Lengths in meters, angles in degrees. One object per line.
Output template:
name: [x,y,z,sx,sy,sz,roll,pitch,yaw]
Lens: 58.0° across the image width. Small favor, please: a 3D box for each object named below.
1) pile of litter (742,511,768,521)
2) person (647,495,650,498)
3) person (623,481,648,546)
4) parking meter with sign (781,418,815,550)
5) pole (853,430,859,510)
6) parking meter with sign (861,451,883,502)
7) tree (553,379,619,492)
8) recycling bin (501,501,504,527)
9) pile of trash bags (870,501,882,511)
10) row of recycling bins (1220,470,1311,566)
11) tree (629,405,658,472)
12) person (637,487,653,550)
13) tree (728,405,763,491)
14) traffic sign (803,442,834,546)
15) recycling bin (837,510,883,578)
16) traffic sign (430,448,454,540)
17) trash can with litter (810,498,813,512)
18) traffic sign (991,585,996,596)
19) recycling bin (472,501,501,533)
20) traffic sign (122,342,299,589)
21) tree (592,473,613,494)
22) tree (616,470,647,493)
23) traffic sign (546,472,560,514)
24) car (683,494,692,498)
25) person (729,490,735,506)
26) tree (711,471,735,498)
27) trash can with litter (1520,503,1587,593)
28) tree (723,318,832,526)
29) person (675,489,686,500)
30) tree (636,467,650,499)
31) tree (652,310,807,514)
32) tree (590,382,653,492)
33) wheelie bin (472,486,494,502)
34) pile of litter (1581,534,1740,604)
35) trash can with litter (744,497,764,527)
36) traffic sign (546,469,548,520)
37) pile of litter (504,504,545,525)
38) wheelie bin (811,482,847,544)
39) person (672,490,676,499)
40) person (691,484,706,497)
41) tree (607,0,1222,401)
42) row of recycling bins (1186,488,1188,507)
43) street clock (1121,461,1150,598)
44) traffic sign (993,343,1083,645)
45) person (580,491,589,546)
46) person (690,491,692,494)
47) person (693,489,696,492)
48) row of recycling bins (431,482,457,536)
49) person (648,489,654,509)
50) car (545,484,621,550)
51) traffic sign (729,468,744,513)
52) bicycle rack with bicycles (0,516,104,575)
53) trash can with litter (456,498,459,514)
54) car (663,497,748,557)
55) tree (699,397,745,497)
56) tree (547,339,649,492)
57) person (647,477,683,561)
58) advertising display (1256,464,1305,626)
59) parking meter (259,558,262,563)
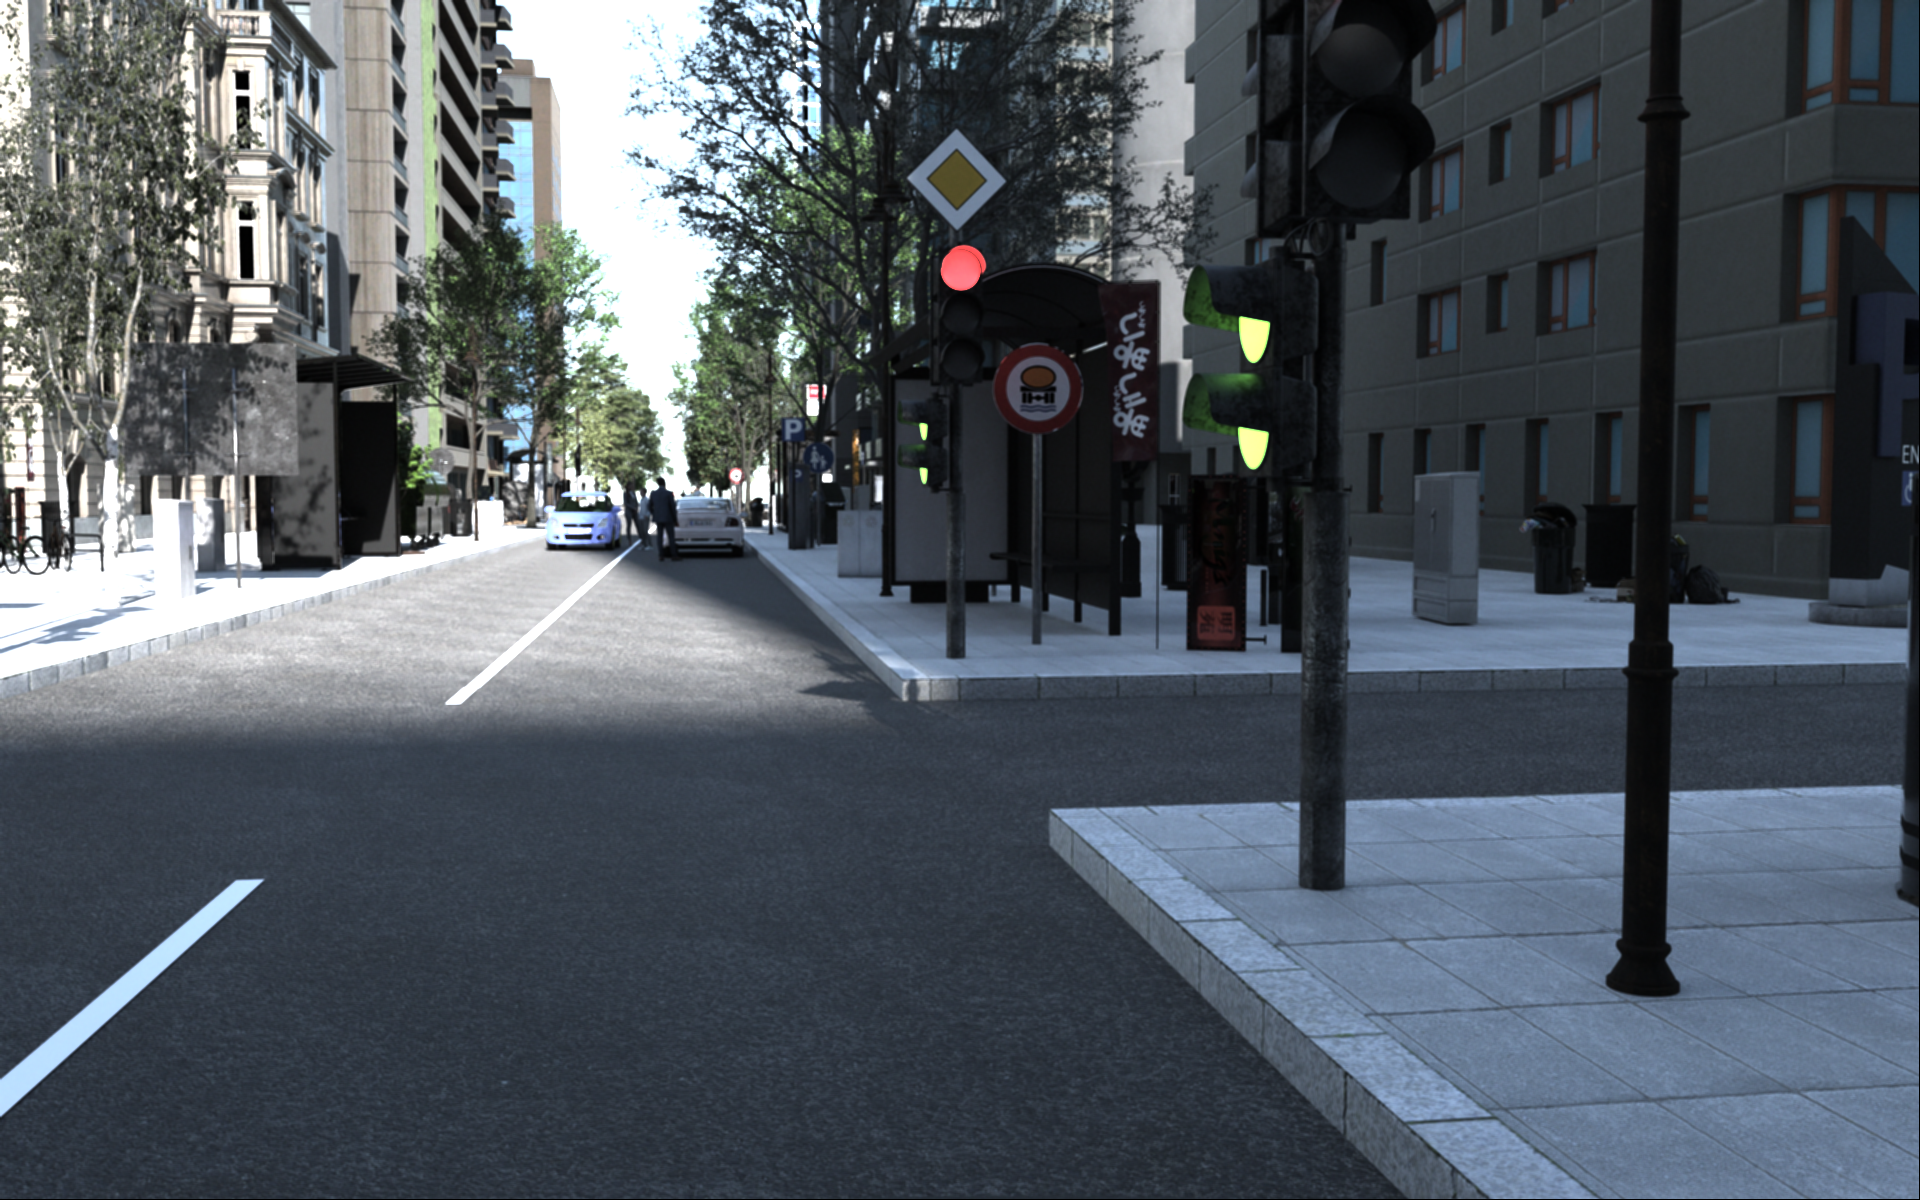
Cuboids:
pile of litter: [-9.916,-4.296,84.201,1.719,0.858,1.176,-1,4,-22]
person: [-22.587,-7.118,124.755,0.599,1.838,0.709,-2,4,-29]
person: [-8.956,-2.380,47.694,0.573,1.790,0.520,1,4,23]
parking meter with sign: [-3.726,-2.700,40.403,0.543,3.016,1.738,0,4,5]
pole: [-3.295,-3.735,54.911,0.158,3.312,0.155,0,3,0]
parking meter with sign: [-3.137,-4.580,71.150,1.738,3.016,0.543,-1,4,-15]
tree: [-23.387,-9.722,109.324,4.737,8.622,4.395,0,3,0]
recycling bin: [-18.046,-3.332,67.035,0.722,1.027,0.722,-1,4,-14]
pile of trash bags: [-1.669,-2.385,48.741,1.912,1.369,3.447,1,4,19]
row of recycling bins: [5.576,-1.498,31.597,1.069,1.692,3.534,-1,4,-22]
tree: [-31.393,-13.803,160.087,7.601,10.594,8.767,0,4,-3]
person: [-8.092,-2.085,44.393,0.330,1.601,0.589,-2,4,-32]
tree: [-15.837,-10.679,124.962,4.737,8.622,4.395,0,3,0]
traffic sign: [-3.485,-2.604,42.687,0.768,2.556,0.104,0,4,-3]
recycling bin: [-1.478,-0.877,26.899,0.722,1.027,0.722,1,4,10]
traffic sign: [-14.348,-2.920,47.844,0.768,2.556,0.104,0,4,-3]
trash can with litter: [-4.514,-2.388,50.439,0.624,1.170,1.055,1,4,16]
traffic sign: [0.426,-1.328,21.716,0.884,2.594,0.081,0,4,-5]
recycling bin: [-15.684,-2.723,57.082,0.722,1.027,0.722,0,4,0]
traffic sign: [-10.089,-1.802,23.344,2.265,3.308,0.079,0,4,-5]
tree: [-27.339,-8.504,133.643,1.663,3.219,1.824,0,3,0]
tree: [-38.910,-13.719,208.025,4.285,4.588,4.351,0,3,0]
traffic sign: [-20.136,-5.161,85.575,0.795,2.450,0.064,0,4,-8]
car: [-17.588,-6.280,114.483,2.131,1.459,4.920,0,4,-7]
person: [-21.825,-9.655,166.363,1.348,1.823,0.705,3,5,43]
tree: [-28.575,-13.738,208.336,4.285,4.588,4.351,0,3,0]
trash can with litter: [7.749,-0.681,22.519,0.624,1.170,1.055,3,4,37]
tree: [-7.398,-7.254,68.966,4.360,8.622,3.978,0,3,0]
person: [-20.440,-7.305,127.956,1.348,1.822,0.705,-1,4,-21]
tree: [-40.531,-16.330,217.364,4.360,8.622,3.978,0,3,0]
tree: [-13.533,-11.521,105.374,9.611,12.733,9.660,0,3,0]
tree: [-33.599,-15.929,177.445,9.611,12.733,9.660,0,3,0]
wheelie bin: [-17.859,-3.475,64.725,0.980,1.594,0.693,0,4,-3]
pile of litter: [8.345,-0.406,20.608,1.719,0.858,1.176,2,4,26]
trash can with litter: [-8.026,-3.403,67.027,0.624,1.170,1.055,-3,4,-38]
traffic sign: [-20.615,-5.277,86.380,0.768,2.556,0.104,0,4,-7]
pile of litter: [-18.322,-3.584,72.570,1.719,0.858,1.176,1,4,10]
wheelie bin: [-3.395,-2.237,44.484,0.980,1.594,0.693,-3,4,-37]
person: [-31.510,-11.143,190.619,0.705,1.831,1.348,-2,4,-32]
person: [-10.302,-3.634,67.899,0.794,1.824,0.713,1,4,8]
tree: [-1.080,-7.313,29.938,12.009,13.543,11.850,0,3,0]
row of recycling bins: [7.881,-2.653,50.494,1.069,1.692,3.534,-2,4,-32]
street clock: [2.127,-1.037,21.519,0.358,2.002,0.471,-3,4,-37]
traffic sign: [0.657,-0.894,14.724,0.768,2.556,0.104,0,4,-4]
person: [-10.321,-2.233,47.610,0.503,1.515,0.523,1,4,21]
person: [-22.644,-8.368,146.028,1.217,1.735,0.721,1,4,13]
person: [-13.104,-4.658,85.667,0.512,1.701,0.522,3,5,39]
row of recycling bins: [-16.415,-2.873,54.089,1.069,1.692,3.534,0,4,-8]
person: [-24.545,-7.933,138.210,1.348,1.823,0.705,-3,5,-44]
car: [-9.798,-2.178,45.201,1.945,1.707,3.694,0,4,-7]
traffic sign: [-11.024,-5.225,85.534,0.768,2.556,0.104,0,4,-2]
bicycle rack with bicycles: [-15.320,-0.905,28.179,2.925,0.926,2.852,3,5,42]
trash can with litter: [-17.968,-2.988,60.242,1.055,1.170,0.624,1,4,21]
car: [-6.031,-1.740,40.805,2.083,1.381,4.827,0,4,-7]
tree: [-26.682,-16.830,193.304,7.486,12.596,7.792,0,3,0]
tree: [-26.634,-12.767,126.866,7.486,12.596,7.792,0,3,0]
person: [-6.337,-1.742,37.159,0.721,1.800,0.419,0,4,1]
advertising display: [3.179,-0.730,17.157,0.123,1.923,0.974,2,4,32]
parking meter: [-12.990,-1.477,32.564,0.372,1.533,0.369,0,3,0]
